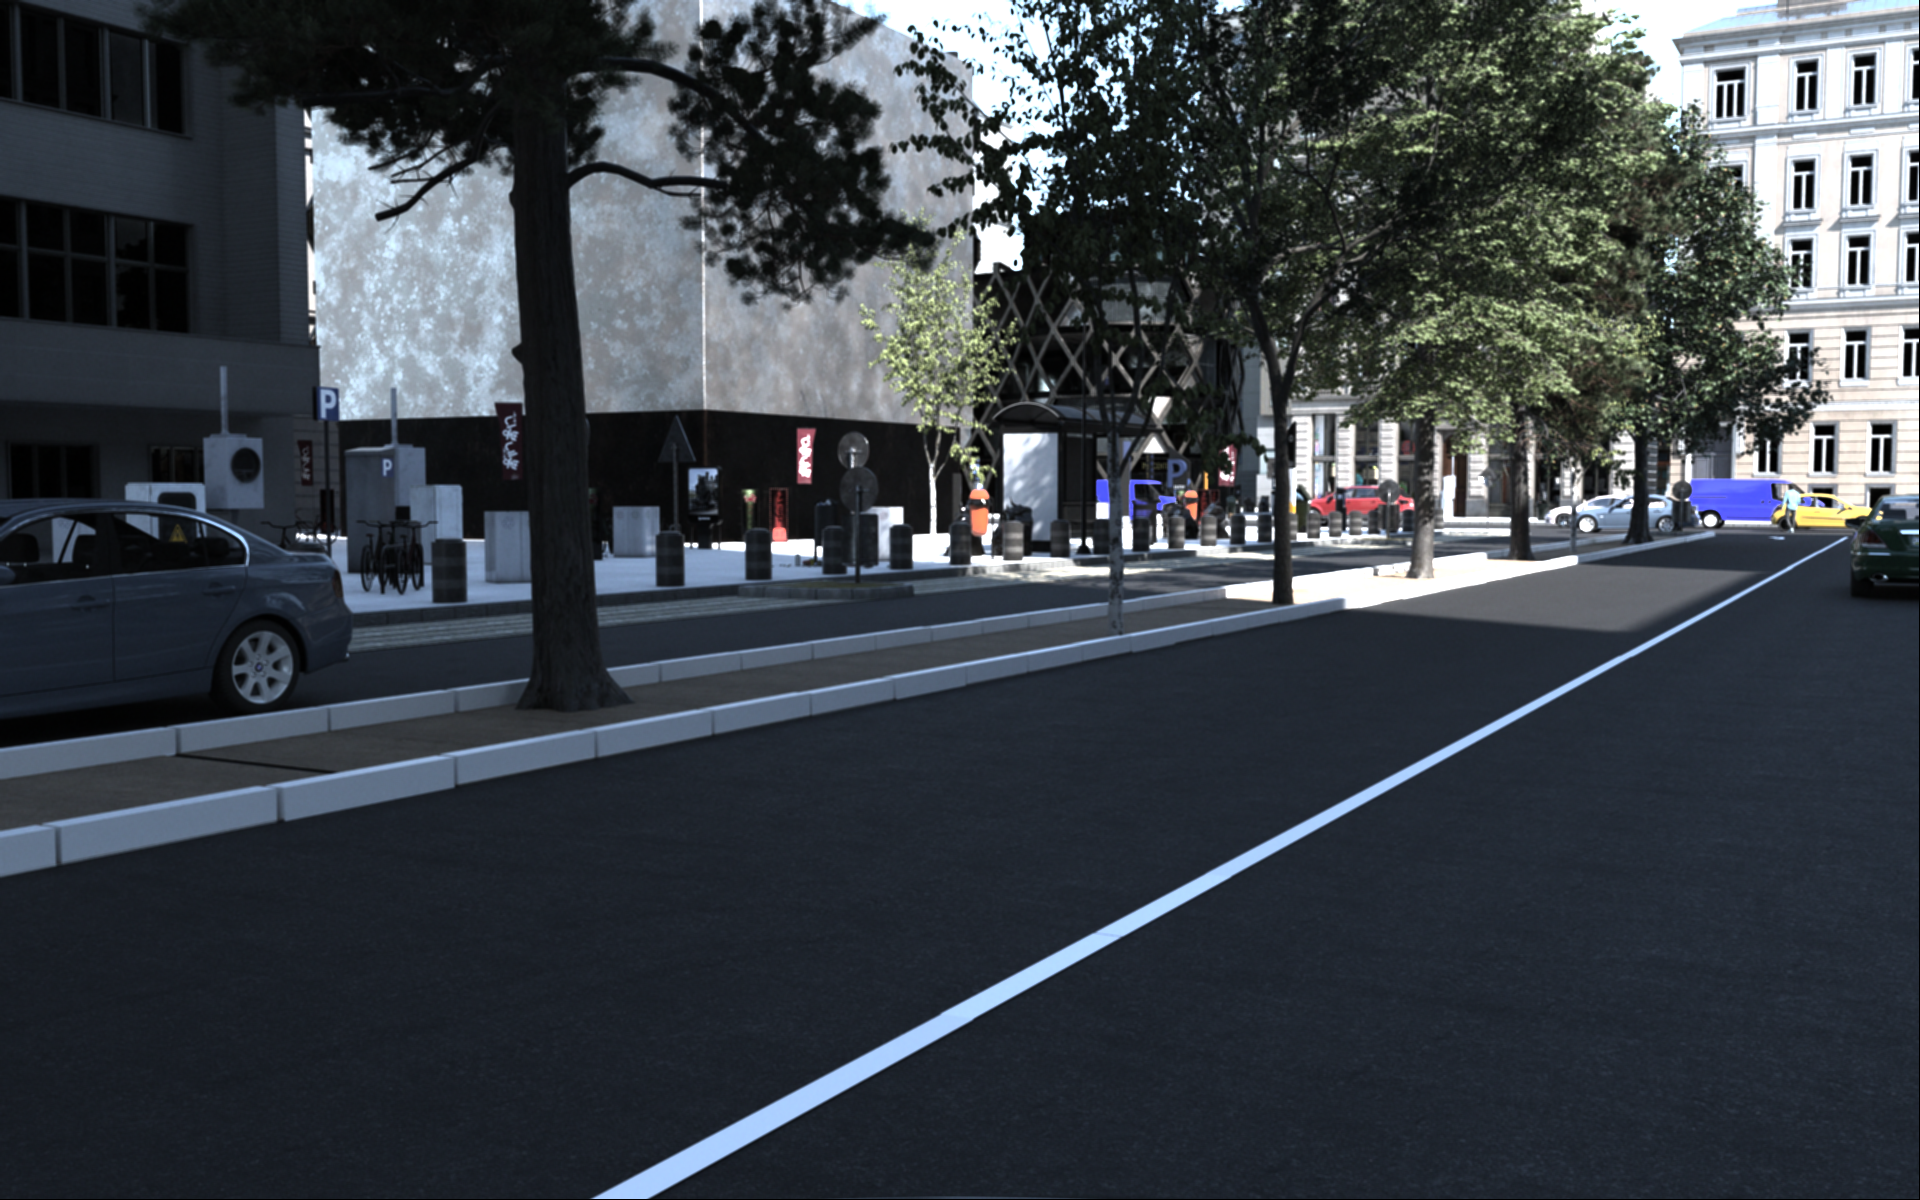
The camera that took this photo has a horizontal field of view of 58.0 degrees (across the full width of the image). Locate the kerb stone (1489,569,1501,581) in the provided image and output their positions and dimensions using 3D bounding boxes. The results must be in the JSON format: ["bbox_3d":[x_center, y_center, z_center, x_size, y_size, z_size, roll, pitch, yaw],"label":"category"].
[{"bbox_3d":[8.760,-0.398,28.699,0.120,0.150,1.000,2,4,29],"label":"kerb stone"}]

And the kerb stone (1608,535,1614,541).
[{"bbox_3d":[19.488,-1.835,52.195,0.120,0.150,1.000,2,4,29],"label":"kerb stone"}]

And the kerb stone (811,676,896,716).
[{"bbox_3d":[-0.758,0.651,11.639,0.120,0.150,1.000,2,4,29],"label":"kerb stone"}]

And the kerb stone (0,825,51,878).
[{"bbox_3d":[-3.773,0.975,6.251,0.120,0.150,1.000,2,4,29],"label":"kerb stone"}]

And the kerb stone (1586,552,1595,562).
[{"bbox_3d":[13.283,-0.892,36.787,0.120,0.150,1.000,2,4,29],"label":"kerb stone"}]

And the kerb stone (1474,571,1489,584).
[{"bbox_3d":[8.272,-0.342,27.795,0.120,0.150,1.000,2,4,29],"label":"kerb stone"}]

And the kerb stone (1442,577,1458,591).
[{"bbox_3d":[7.263,-0.233,26.002,0.120,0.150,1.000,2,4,29],"label":"kerb stone"}]

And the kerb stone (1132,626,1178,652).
[{"bbox_3d":[1.757,0.371,16.131,0.120,0.150,1.000,2,4,29],"label":"kerb stone"}]

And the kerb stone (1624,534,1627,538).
[{"bbox_3d":[20.983,-1.999,54.882,0.120,0.150,1.000,2,4,29],"label":"kerb stone"}]

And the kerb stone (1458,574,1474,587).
[{"bbox_3d":[7.765,-0.282,26.899,0.120,0.150,1.000,2,4,29],"label":"kerb stone"}]

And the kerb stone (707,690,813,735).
[{"bbox_3d":[-1.262,0.700,10.746,0.120,0.150,1.000,2,4,29],"label":"kerb stone"}]

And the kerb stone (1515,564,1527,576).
[{"bbox_3d":[9.770,-0.508,30.495,0.120,0.150,1.000,2,4,29],"label":"kerb stone"}]

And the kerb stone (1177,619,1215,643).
[{"bbox_3d":[2.246,0.318,17.037,0.120,0.150,1.000,2,4,29],"label":"kerb stone"}]

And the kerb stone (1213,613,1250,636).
[{"bbox_3d":[2.750,0.261,17.929,0.120,0.150,1.000,2,4,29],"label":"kerb stone"}]

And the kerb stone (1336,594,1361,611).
[{"bbox_3d":[4.751,0.041,21.518,0.120,0.150,1.000,2,4,29],"label":"kerb stone"}]

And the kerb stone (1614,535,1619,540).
[{"bbox_3d":[19.980,-1.890,53.095,0.120,0.150,1.000,2,4,29],"label":"kerb stone"}]

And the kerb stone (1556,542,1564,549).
[{"bbox_3d":[15.469,-1.395,45.003,0.120,0.150,1.000,2,4,29],"label":"kerb stone"}]

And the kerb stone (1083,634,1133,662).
[{"bbox_3d":[1.241,0.426,15.237,0.120,0.150,1.000,2,4,29],"label":"kerb stone"}]

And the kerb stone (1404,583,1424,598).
[{"bbox_3d":[6.266,-0.123,24.201,0.120,0.150,1.000,2,4,29],"label":"kerb stone"}]

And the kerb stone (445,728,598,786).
[{"bbox_3d":[-2.269,0.810,8.951,0.120,0.150,1.000,2,4,29],"label":"kerb stone"}]

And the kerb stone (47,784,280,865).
[{"bbox_3d":[-3.276,0.920,7.148,0.120,0.150,1.000,2,4,29],"label":"kerb stone"}]

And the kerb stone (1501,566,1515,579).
[{"bbox_3d":[9.269,-0.452,29.589,0.120,0.150,1.000,2,4,29],"label":"kerb stone"}]

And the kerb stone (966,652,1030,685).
[{"bbox_3d":[0.243,0.537,13.441,0.120,0.150,1.000,2,4,29],"label":"kerb stone"}]

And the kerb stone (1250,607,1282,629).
[{"bbox_3d":[3.247,0.206,18.825,0.120,0.150,1.000,2,4,29],"label":"kerb stone"}]

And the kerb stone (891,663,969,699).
[{"bbox_3d":[-0.251,0.590,12.542,0.120,0.150,1.000,2,4,29],"label":"kerb stone"}]

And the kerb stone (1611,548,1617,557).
[{"bbox_3d":[14.780,-1.054,39.472,0.120,0.150,1.000,2,4,29],"label":"kerb stone"}]

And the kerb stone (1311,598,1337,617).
[{"bbox_3d":[4.252,0.096,20.622,0.120,0.150,1.000,2,4,29],"label":"kerb stone"}]

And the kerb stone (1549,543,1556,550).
[{"bbox_3d":[14.969,-1.340,44.108,0.120,0.150,1.000,2,4,29],"label":"kerb stone"}]

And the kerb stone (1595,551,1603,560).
[{"bbox_3d":[13.784,-0.945,37.681,0.120,0.150,1.000,2,4,29],"label":"kerb stone"}]

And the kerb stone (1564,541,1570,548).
[{"bbox_3d":[15.972,-1.451,45.913,0.120,0.150,1.000,2,4,29],"label":"kerb stone"}]

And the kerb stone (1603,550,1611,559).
[{"bbox_3d":[14.288,-0.998,38.573,0.120,0.150,1.000,2,4,29],"label":"kerb stone"}]

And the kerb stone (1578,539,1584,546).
[{"bbox_3d":[16.969,-1.560,47.708,0.120,0.150,1.000,2,4,29],"label":"kerb stone"}]

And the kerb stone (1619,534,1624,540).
[{"bbox_3d":[20.479,-1.944,53.990,0.120,0.150,1.000,2,4,29],"label":"kerb stone"}]

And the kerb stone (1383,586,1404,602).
[{"bbox_3d":[5.752,-0.068,23.315,0.120,0.150,1.000,2,4,29],"label":"kerb stone"}]

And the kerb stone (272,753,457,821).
[{"bbox_3d":[-2.764,0.867,8.045,0.120,0.150,1.000,2,4,29],"label":"kerb stone"}]

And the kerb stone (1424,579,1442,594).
[{"bbox_3d":[6.763,-0.174,25.102,0.120,0.150,1.000,2,4,29],"label":"kerb stone"}]

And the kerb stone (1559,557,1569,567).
[{"bbox_3d":[11.780,-0.726,34.092,0.120,0.150,1.000,2,4,29],"label":"kerb stone"}]

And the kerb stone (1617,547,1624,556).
[{"bbox_3d":[15.281,-1.108,40.366,0.120,0.150,1.000,2,4,29],"label":"kerb stone"}]

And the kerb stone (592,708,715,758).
[{"bbox_3d":[-1.764,0.756,9.843,0.120,0.150,1.000,2,4,29],"label":"kerb stone"}]

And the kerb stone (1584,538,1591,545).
[{"bbox_3d":[17.477,-1.615,48.603,0.120,0.150,1.000,2,4,29],"label":"kerb stone"}]

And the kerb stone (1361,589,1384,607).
[{"bbox_3d":[5.262,-0.011,22.414,0.120,0.150,1.000,2,4,29],"label":"kerb stone"}]

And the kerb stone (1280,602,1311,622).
[{"bbox_3d":[3.751,0.152,19.717,0.120,0.150,1.000,2,4,29],"label":"kerb stone"}]

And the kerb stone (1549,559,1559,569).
[{"bbox_3d":[11.280,-0.664,33.192,0.120,0.150,1.000,2,4,29],"label":"kerb stone"}]

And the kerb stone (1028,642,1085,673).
[{"bbox_3d":[0.744,0.483,14.340,0.120,0.150,1.000,2,4,29],"label":"kerb stone"}]

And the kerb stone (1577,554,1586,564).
[{"bbox_3d":[12.778,-0.838,35.895,0.120,0.150,1.000,2,4,29],"label":"kerb stone"}]

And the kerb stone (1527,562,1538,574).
[{"bbox_3d":[10.268,-0.563,31.399,0.120,0.150,1.000,2,4,29],"label":"kerb stone"}]

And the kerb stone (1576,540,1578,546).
[{"bbox_3d":[16.476,-1.505,46.810,0.120,0.150,1.000,2,4,29],"label":"kerb stone"}]

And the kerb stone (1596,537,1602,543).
[{"bbox_3d":[18.477,-1.725,50.400,0.120,0.150,1.000,2,4,29],"label":"kerb stone"}]

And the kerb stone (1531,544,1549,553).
[{"bbox_3d":[14.466,-1.286,43.216,0.120,0.150,1.000,2,4,29],"label":"kerb stone"}]

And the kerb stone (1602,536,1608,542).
[{"bbox_3d":[18.982,-1.780,51.305,0.120,0.150,1.000,2,4,29],"label":"kerb stone"}]

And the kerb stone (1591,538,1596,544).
[{"bbox_3d":[17.972,-1.670,49.506,0.120,0.150,1.000,2,4,29],"label":"kerb stone"}]

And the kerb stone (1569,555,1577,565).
[{"bbox_3d":[12.275,-0.783,34.998,0.120,0.150,1.000,2,4,29],"label":"kerb stone"}]

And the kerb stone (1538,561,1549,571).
[{"bbox_3d":[10.776,-0.618,32.300,0.120,0.150,1.000,2,4,29],"label":"kerb stone"}]
